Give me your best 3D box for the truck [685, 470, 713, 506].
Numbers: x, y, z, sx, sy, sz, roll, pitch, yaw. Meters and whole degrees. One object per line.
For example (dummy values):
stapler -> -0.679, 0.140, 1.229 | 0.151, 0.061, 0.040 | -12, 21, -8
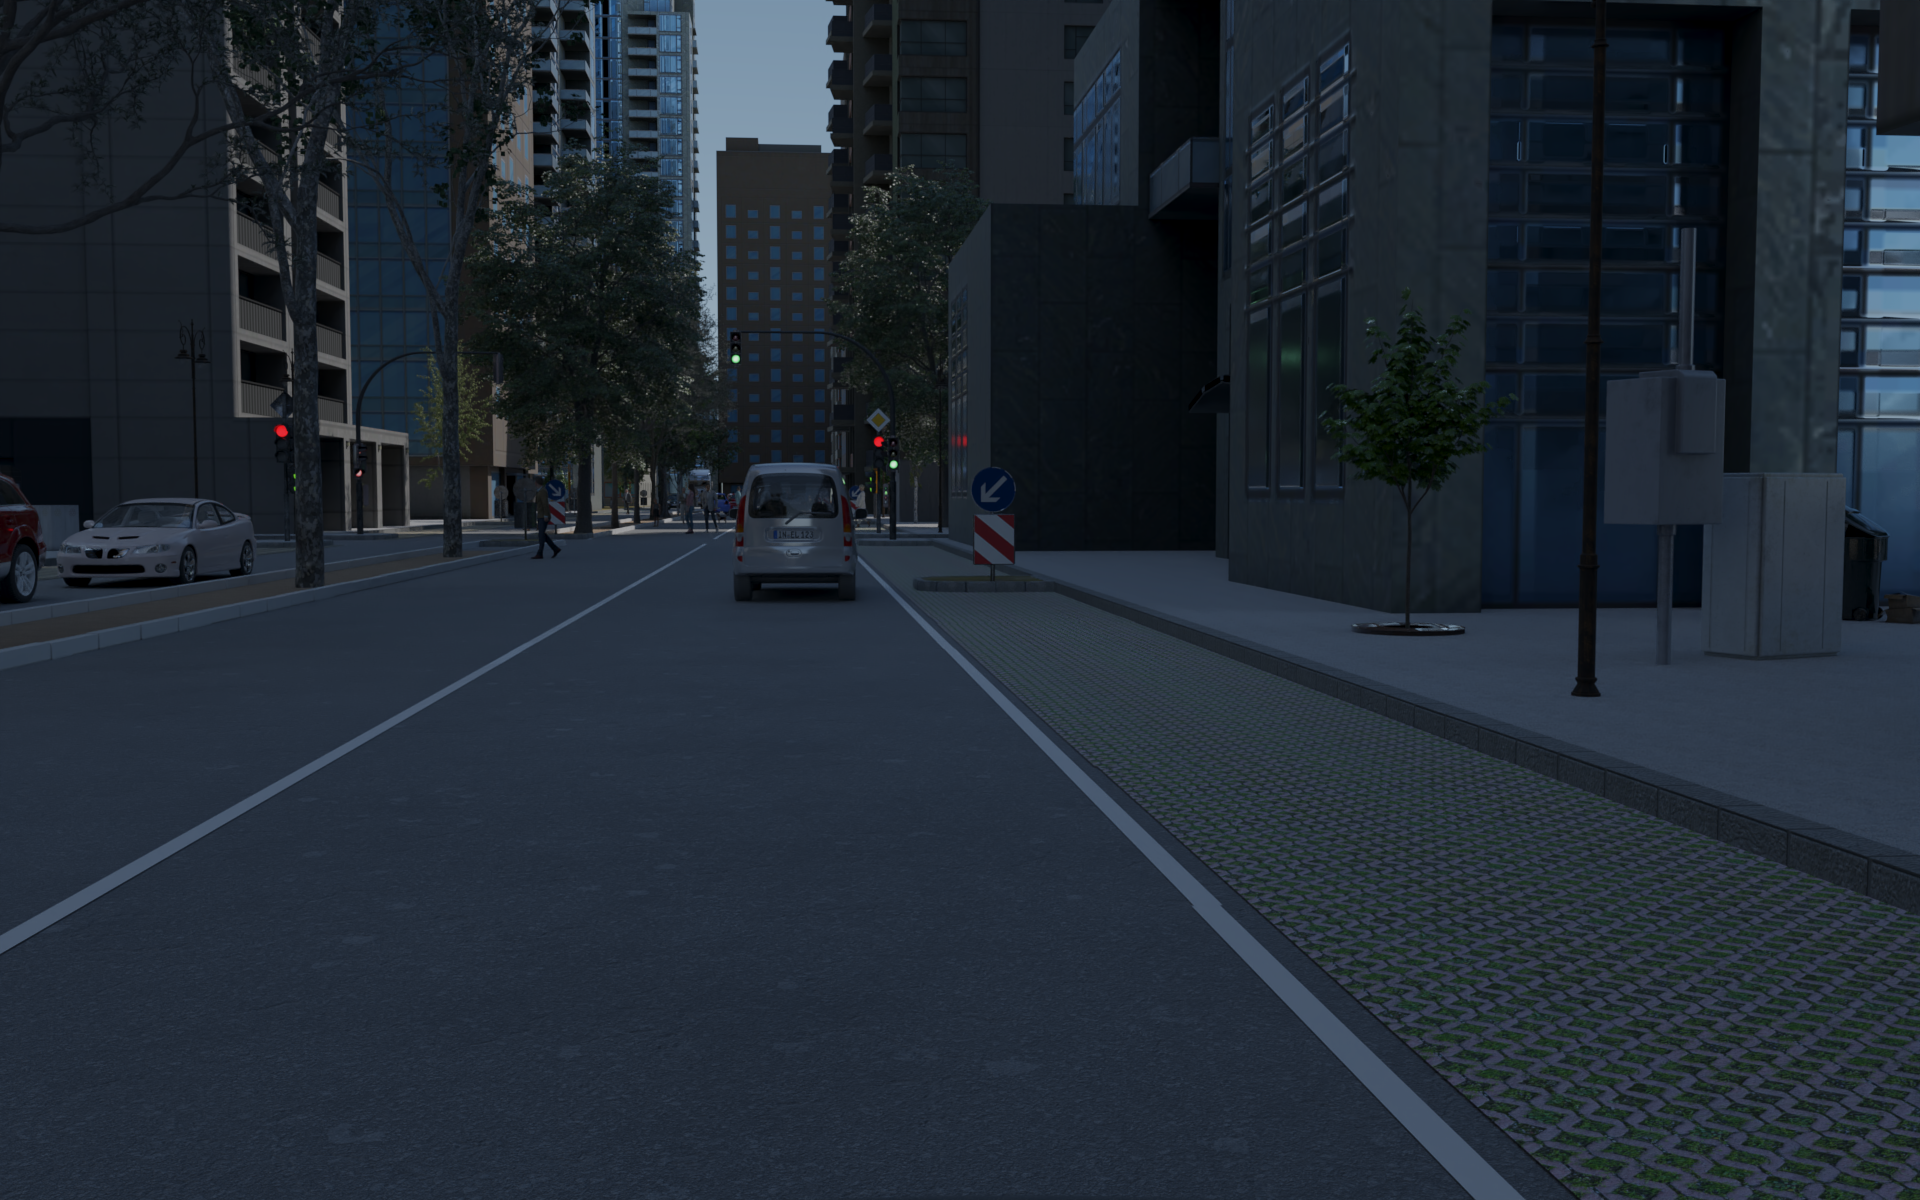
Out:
truck -> -29.501, -12.692, 197.264 | 2.967, 4.110, 18.799 | 0, 4, -7

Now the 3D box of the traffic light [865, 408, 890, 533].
traffic light -> -2.679, -4.139, 56.585 | 0.839, 4.253, 0.868 | 0, 4, -5

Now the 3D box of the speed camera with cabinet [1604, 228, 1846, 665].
speed camera with cabinet -> 5.967, -1.170, 13.459 | 2.038, 3.252, 0.660 | -2, 4, -26

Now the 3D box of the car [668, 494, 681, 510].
car -> -25.506, -8.914, 155.523 | 2.009, 1.686, 4.222 | 0, 4, -6

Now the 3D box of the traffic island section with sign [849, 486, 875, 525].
traffic island section with sign -> -5.042, -4.474, 81.775 | 1.989, 1.847, 2.006 | 0, 4, -5

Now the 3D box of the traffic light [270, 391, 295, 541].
traffic light -> -18.300, -3.555, 47.051 | 0.839, 4.253, 0.868 | 0, 4, -5

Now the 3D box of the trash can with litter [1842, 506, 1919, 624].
trash can with litter -> 9.319, -0.375, 17.513 | 0.624, 1.170, 1.055 | -3, 5, -39

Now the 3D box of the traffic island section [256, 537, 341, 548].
traffic island section -> -18.340, -1.523, 47.182 | 2.009, 0.180, 2.903 | 0, 4, -5

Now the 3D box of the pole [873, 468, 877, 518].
pole -> -4.498, -6.002, 91.977 | 0.158, 3.312, 0.155 | 0, 3, 0

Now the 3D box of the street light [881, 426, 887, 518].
street light -> -4.152, -7.401, 93.801 | 0.468, 5.910, 1.993 | 0, 4, -5

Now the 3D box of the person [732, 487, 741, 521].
person -> -12.086, -5.239, 94.025 | 0.748, 1.841, 0.638 | -1, 4, -16

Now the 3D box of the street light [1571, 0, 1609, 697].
street light -> 3.983, -2.328, 10.844 | 0.468, 5.910, 1.993 | 0, 4, -5

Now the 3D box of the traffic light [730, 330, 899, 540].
traffic light -> -3.989, -4.503, 48.296 | 4.771, 5.953, 1.251 | 0, 4, -5

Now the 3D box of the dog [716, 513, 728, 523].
dog -> -11.599, -3.984, 84.421 | 0.406, 0.507, 0.540 | 1, 4, 19

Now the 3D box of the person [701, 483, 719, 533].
person -> -9.246, -3.409, 64.083 | 0.661, 1.843, 0.795 | 1, 4, 15

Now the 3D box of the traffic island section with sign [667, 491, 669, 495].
traffic island section with sign -> -31.109, -10.683, 183.290 | 1.989, 1.847, 2.006 | 0, 4, -5

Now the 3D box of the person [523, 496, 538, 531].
person -> -16.595, -3.587, 67.108 | 0.822, 1.834, 0.622 | -3, 5, -42

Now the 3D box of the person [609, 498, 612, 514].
person -> -23.361, -6.268, 115.988 | 0.505, 1.210, 0.382 | 3, 5, 43

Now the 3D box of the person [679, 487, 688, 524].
person -> -13.202, -4.519, 82.942 | 0.519, 1.759, 0.362 | -2, 4, -28

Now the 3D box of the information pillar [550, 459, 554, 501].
information pillar -> -25.832, -7.233, 109.617 | 0.183, 3.616, 0.504 | 0, 4, 7

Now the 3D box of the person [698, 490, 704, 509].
person -> -24.368, -9.504, 163.893 | 1.348, 1.823, 0.705 | 3, 5, 41

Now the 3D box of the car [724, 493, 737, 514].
car -> -16.027, -7.061, 124.483 | 2.155, 1.783, 4.494 | 0, 4, -7

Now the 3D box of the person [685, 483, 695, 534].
person -> -9.734, -3.300, 62.458 | 0.388, 1.821, 0.555 | -1, 4, -12

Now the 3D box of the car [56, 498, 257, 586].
car -> -13.105, -0.988, 28.508 | 2.083, 1.381, 4.827 | 0, 4, -5

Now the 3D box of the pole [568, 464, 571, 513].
pole -> -26.797, -7.646, 118.853 | 0.158, 3.312, 0.155 | 0, 3, 0

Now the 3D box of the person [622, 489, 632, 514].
person -> -23.551, -6.945, 122.455 | 0.661, 1.777, 0.834 | 1, 4, 13

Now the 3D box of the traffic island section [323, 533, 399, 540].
traffic island section -> -19.105, -2.009, 55.131 | 2.009, 0.180, 2.903 | 0, 4, -5

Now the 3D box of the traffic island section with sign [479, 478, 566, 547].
traffic island section with sign -> -12.147, -2.439, 48.011 | 2.006, 1.907, 1.989 | 0, 4, -5

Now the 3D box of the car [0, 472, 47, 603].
car -> -13.148, -0.764, 21.170 | 2.281, 1.827, 5.304 | 0, 4, -5

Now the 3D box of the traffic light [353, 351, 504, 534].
traffic light -> -16.990, -4.928, 55.234 | 4.771, 5.953, 1.251 | 0, 4, -5

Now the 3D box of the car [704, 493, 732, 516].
car -> -16.041, -6.408, 114.358 | 1.945, 1.707, 3.694 | 0, 4, -6

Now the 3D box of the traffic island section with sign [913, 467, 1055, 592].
traffic island section with sign -> 0.310, -1.065, 26.045 | 1.989, 1.847, 2.006 | 0, 4, -5

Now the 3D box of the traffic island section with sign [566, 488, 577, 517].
traffic island section with sign -> -23.755, -6.008, 106.855 | 1.989, 1.847, 2.006 | 0, 4, -5

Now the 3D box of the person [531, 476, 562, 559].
person -> -9.246, -1.839, 38.484 | 0.656, 1.842, 0.836 | 3, 5, 41

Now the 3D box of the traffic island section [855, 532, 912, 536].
traffic island section -> -2.639, -2.105, 56.703 | 2.009, 0.180, 2.903 | 0, 4, -5

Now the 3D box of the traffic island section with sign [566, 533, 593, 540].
traffic island section with sign -> -12.847, -2.890, 55.385 | 2.006, 1.907, 1.989 | 0, 4, -5

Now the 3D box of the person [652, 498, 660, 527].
person -> -13.279, -3.825, 75.706 | 0.362, 1.253, 0.373 | 1, 4, 13

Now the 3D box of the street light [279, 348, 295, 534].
street light -> -21.158, -5.031, 55.045 | 0.468, 5.910, 1.993 | 0, 4, -5

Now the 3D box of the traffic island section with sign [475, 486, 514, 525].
traffic island section with sign -> -21.154, -4.351, 79.770 | 1.989, 1.847, 2.006 | 0, 4, -5

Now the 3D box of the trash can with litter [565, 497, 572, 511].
trash can with litter -> -29.192, -7.144, 128.198 | 1.055, 1.170, 0.624 | -1, 4, -17

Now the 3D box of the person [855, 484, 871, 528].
person -> -4.106, -3.964, 73.187 | 0.818, 1.842, 0.514 | -2, 4, -26

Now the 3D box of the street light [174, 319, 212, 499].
street light -> -20.258, -4.469, 45.862 | 0.468, 5.910, 1.993 | 0, 4, -5

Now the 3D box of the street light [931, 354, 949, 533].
street light -> -0.652, -5.169, 57.306 | 0.468, 5.910, 1.993 | 0, 4, -5

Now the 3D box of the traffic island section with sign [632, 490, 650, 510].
traffic island section with sign -> -28.518, -9.042, 156.459 | 1.989, 1.847, 2.006 | 0, 4, -5

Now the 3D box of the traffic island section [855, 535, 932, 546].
traffic island section -> -1.874, -1.619, 48.755 | 2.009, 0.180, 2.903 | 0, 4, -5
